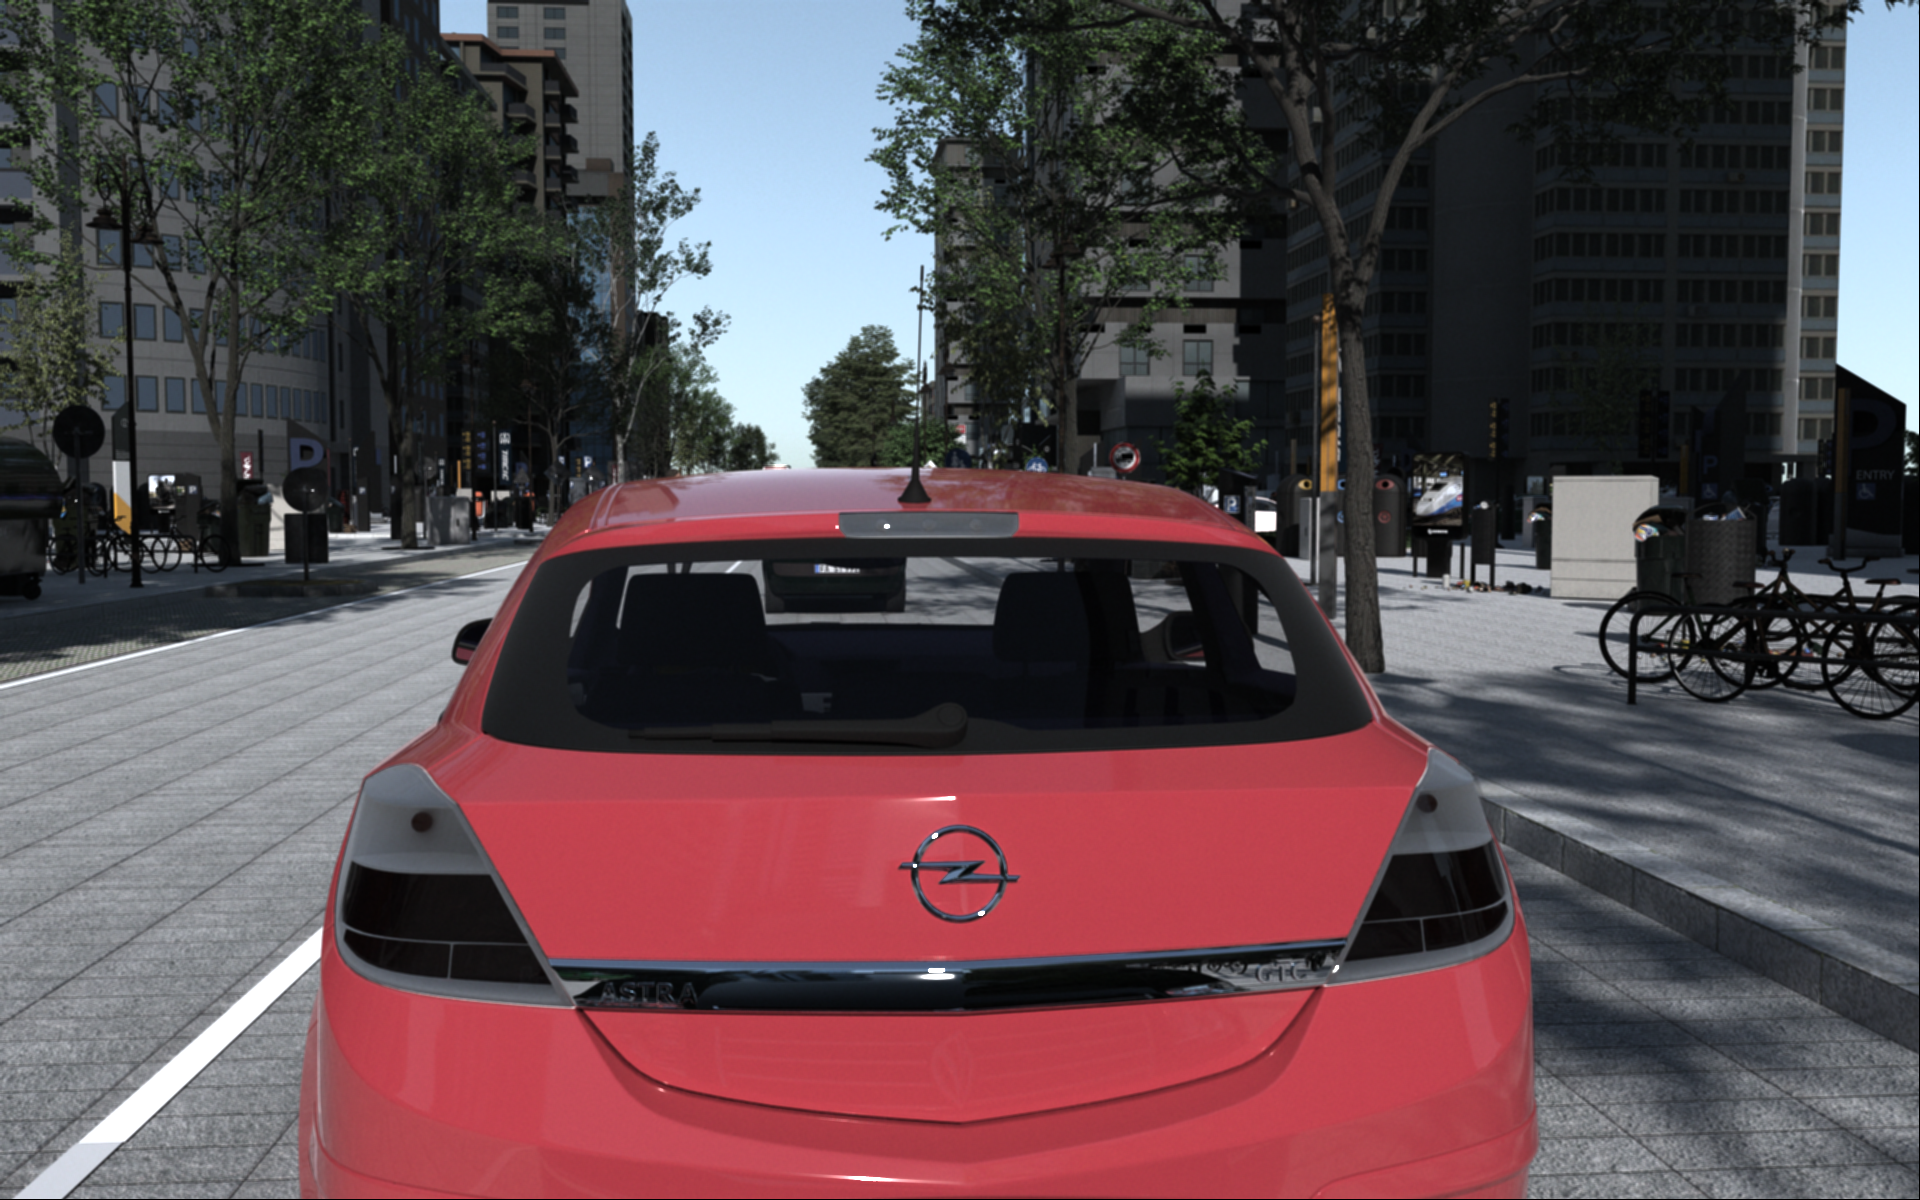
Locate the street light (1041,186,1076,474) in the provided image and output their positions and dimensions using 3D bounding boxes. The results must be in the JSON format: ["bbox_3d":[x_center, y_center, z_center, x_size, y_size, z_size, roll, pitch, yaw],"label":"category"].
[{"bbox_3d":[1.549,-3.277,26.371,0.468,5.910,1.993,0,4,-5],"label":"street light"}]

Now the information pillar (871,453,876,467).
[{"bbox_3d":[-4.854,-6.488,97.425,0.183,3.616,0.504,2,4,31],"label":"information pillar"}]

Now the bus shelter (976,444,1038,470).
[{"bbox_3d":[1.919,-4.798,72.364,2.014,3.302,5.546,0,4,-5],"label":"bus shelter"}]

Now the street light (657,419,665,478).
[{"bbox_3d":[-18.337,-8.163,106.254,0.468,5.910,1.993,0,4,-5],"label":"street light"}]

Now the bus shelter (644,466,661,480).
[{"bbox_3d":[-23.021,-8.171,127.516,2.014,3.302,5.546,0,4,-5],"label":"bus shelter"}]

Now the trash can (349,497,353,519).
[{"bbox_3d":[-30.138,-4.533,85.774,0.748,1.137,0.748,0,3,0],"label":"trash can"}]

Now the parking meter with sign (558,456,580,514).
[{"bbox_3d":[-17.613,-5.119,79.949,1.738,3.016,0.543,-3,5,-44],"label":"parking meter with sign"}]

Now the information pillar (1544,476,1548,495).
[{"bbox_3d":[24.280,-4.142,72.216,0.304,2.012,0.304,0,4,-7],"label":"information pillar"}]

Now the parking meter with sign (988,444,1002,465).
[{"bbox_3d":[0.699,-3.861,59.386,0.543,3.016,1.738,3,5,39],"label":"parking meter with sign"}]

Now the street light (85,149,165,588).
[{"bbox_3d":[-11.340,-3.112,23.675,0.468,5.910,1.993,0,4,-5],"label":"street light"}]

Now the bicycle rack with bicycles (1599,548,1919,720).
[{"bbox_3d":[5.330,0.162,10.736,2.852,0.926,2.925,-3,5,-43],"label":"bicycle rack with bicycles"}]

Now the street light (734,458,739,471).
[{"bbox_3d":[-27.742,-14.935,216.973,0.468,5.910,1.993,0,4,-5],"label":"street light"}]

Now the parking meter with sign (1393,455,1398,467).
[{"bbox_3d":[18.505,-4.937,76.975,1.738,3.016,0.543,0,4,0],"label":"parking meter with sign"}]

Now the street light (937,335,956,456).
[{"bbox_3d":[-0.396,-4.747,50.400,0.468,5.910,1.993,0,4,-5],"label":"street light"}]

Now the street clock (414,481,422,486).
[{"bbox_3d":[-30.284,-5.630,96.617,0.471,2.002,0.358,-3,5,-41],"label":"street clock"}]

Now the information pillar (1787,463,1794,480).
[{"bbox_3d":[45.503,-6.337,94.964,0.504,3.616,0.183,-2,4,-30],"label":"information pillar"}]

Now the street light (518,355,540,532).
[{"bbox_3d":[-14.357,-5.201,57.831,0.468,5.910,1.993,0,4,-5],"label":"street light"}]

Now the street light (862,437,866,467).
[{"bbox_3d":[-7.281,-9.753,132.246,0.468,5.910,1.993,0,4,-5],"label":"street light"}]

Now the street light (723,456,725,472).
[{"bbox_3d":[-24.885,-12.852,182.915,0.468,5.910,1.993,0,4,-5],"label":"street light"}]

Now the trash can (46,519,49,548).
[{"bbox_3d":[-20.961,-1.684,39.187,0.748,1.137,0.748,0,3,0],"label":"trash can"}]

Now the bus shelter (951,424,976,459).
[{"bbox_3d":[-0.506,-7.299,96.976,2.179,5.291,8.768,0,4,-5],"label":"bus shelter"}]

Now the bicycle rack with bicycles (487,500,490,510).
[{"bbox_3d":[-26.441,-5.075,96.365,2.852,0.926,2.925,-1,4,-22],"label":"bicycle rack with bicycles"}]

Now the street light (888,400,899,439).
[{"bbox_3d":[-3.238,-6.794,83.863,0.468,5.910,1.993,0,4,-5],"label":"street light"}]

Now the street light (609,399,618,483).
[{"bbox_3d":[-16.327,-6.688,82.139,0.468,5.910,1.993,0,4,-5],"label":"street light"}]

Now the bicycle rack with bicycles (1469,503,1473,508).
[{"bbox_3d":[36.923,-6.931,126.697,2.852,0.926,2.925,-1,4,-17],"label":"bicycle rack with bicycles"}]

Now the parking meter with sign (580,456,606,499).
[{"bbox_3d":[-16.388,-5.024,78.410,0.543,3.016,1.738,-3,5,-44],"label":"parking meter with sign"}]

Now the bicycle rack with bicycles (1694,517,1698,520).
[{"bbox_3d":[20.064,-2.254,50.238,2.852,0.926,2.925,-1,4,-19],"label":"bicycle rack with bicycles"}]

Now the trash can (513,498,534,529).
[{"bbox_3d":[-15.957,-3.160,63.325,0.748,1.137,0.748,0,3,0],"label":"trash can"}]

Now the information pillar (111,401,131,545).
[{"bbox_3d":[-21.031,-3.189,43.492,0.183,3.616,0.504,1,4,22],"label":"information pillar"}]

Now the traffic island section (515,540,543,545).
[{"bbox_3d":[-11.603,-1.692,49.940,2.009,0.180,2.903,0,4,-5],"label":"traffic island section"}]

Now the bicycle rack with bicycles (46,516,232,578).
[{"bbox_3d":[-13.663,-0.884,27.833,2.925,0.926,2.852,2,4,23],"label":"bicycle rack with bicycles"}]

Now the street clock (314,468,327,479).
[{"bbox_3d":[-18.167,-2.718,49.006,0.471,2.002,0.358,1,4,20],"label":"street clock"}]

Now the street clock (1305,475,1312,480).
[{"bbox_3d":[13.065,-3.687,64.860,0.471,2.002,0.358,-2,4,-34],"label":"street clock"}]

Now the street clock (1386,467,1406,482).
[{"bbox_3d":[11.667,-2.558,46.386,0.471,2.002,0.358,3,5,39],"label":"street clock"}]

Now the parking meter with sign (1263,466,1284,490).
[{"bbox_3d":[19.078,-6.774,107.016,1.738,3.016,0.543,1,4,15],"label":"parking meter with sign"}]

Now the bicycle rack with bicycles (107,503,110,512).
[{"bbox_3d":[-32.222,-3.234,66.261,2.925,0.926,2.852,-2,4,-29],"label":"bicycle rack with bicycles"}]

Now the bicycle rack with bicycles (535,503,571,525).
[{"bbox_3d":[-16.718,-3.698,73.849,2.925,0.926,2.852,-1,4,-18],"label":"bicycle rack with bicycles"}]

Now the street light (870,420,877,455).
[{"bbox_3d":[-5.387,-8.283,108.213,0.468,5.910,1.993,0,4,-5],"label":"street light"}]

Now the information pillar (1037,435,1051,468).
[{"bbox_3d":[3.375,-4.744,68.924,0.504,3.616,0.183,-1,4,-13],"label":"information pillar"}]

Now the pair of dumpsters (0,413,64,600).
[{"bbox_3d":[-11.483,-1.002,18.880,1.574,2.255,4.437,0,4,-5],"label":"pair of dumpsters"}]

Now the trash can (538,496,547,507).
[{"bbox_3d":[-30.281,-6.970,125.619,0.748,1.137,0.748,0,3,0],"label":"trash can"}]

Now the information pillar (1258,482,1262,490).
[{"bbox_3d":[18.677,-6.365,108.558,0.304,2.012,0.304,-2,4,-30],"label":"information pillar"}]

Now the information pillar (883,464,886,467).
[{"bbox_3d":[-5.357,-8.095,123.709,0.183,3.616,0.504,-3,5,-41],"label":"information pillar"}]

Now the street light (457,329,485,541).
[{"bbox_3d":[-13.424,-4.581,47.692,0.468,5.910,1.993,0,4,-5],"label":"street light"}]

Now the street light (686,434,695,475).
[{"bbox_3d":[-20.811,-9.914,134.873,0.468,5.910,1.993,0,4,-5],"label":"street light"}]

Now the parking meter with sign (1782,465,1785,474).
[{"bbox_3d":[50.738,-6.679,105.458,1.738,3.016,0.543,-1,4,-9],"label":"parking meter with sign"}]

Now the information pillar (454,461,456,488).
[{"bbox_3d":[-36.202,-8.126,124.219,0.183,3.616,0.504,-1,4,-13],"label":"information pillar"}]

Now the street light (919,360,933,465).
[{"bbox_3d":[-1.211,-5.324,59.841,0.468,5.910,1.993,0,4,-5],"label":"street light"}]

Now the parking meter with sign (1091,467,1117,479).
[{"bbox_3d":[4.038,-3.195,48.500,1.738,3.016,0.543,0,4,0],"label":"parking meter with sign"}]

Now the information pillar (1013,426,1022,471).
[{"bbox_3d":[1.984,-4.182,59.735,0.183,3.616,0.504,-2,4,-29],"label":"information pillar"}]

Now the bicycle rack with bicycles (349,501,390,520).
[{"bbox_3d":[-29.359,-4.297,83.644,2.925,0.926,2.852,2,4,35],"label":"bicycle rack with bicycles"}]

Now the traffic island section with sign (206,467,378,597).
[{"bbox_3d":[-9.504,-0.994,24.878,1.989,1.847,2.006,0,4,-5],"label":"traffic island section with sign"}]
